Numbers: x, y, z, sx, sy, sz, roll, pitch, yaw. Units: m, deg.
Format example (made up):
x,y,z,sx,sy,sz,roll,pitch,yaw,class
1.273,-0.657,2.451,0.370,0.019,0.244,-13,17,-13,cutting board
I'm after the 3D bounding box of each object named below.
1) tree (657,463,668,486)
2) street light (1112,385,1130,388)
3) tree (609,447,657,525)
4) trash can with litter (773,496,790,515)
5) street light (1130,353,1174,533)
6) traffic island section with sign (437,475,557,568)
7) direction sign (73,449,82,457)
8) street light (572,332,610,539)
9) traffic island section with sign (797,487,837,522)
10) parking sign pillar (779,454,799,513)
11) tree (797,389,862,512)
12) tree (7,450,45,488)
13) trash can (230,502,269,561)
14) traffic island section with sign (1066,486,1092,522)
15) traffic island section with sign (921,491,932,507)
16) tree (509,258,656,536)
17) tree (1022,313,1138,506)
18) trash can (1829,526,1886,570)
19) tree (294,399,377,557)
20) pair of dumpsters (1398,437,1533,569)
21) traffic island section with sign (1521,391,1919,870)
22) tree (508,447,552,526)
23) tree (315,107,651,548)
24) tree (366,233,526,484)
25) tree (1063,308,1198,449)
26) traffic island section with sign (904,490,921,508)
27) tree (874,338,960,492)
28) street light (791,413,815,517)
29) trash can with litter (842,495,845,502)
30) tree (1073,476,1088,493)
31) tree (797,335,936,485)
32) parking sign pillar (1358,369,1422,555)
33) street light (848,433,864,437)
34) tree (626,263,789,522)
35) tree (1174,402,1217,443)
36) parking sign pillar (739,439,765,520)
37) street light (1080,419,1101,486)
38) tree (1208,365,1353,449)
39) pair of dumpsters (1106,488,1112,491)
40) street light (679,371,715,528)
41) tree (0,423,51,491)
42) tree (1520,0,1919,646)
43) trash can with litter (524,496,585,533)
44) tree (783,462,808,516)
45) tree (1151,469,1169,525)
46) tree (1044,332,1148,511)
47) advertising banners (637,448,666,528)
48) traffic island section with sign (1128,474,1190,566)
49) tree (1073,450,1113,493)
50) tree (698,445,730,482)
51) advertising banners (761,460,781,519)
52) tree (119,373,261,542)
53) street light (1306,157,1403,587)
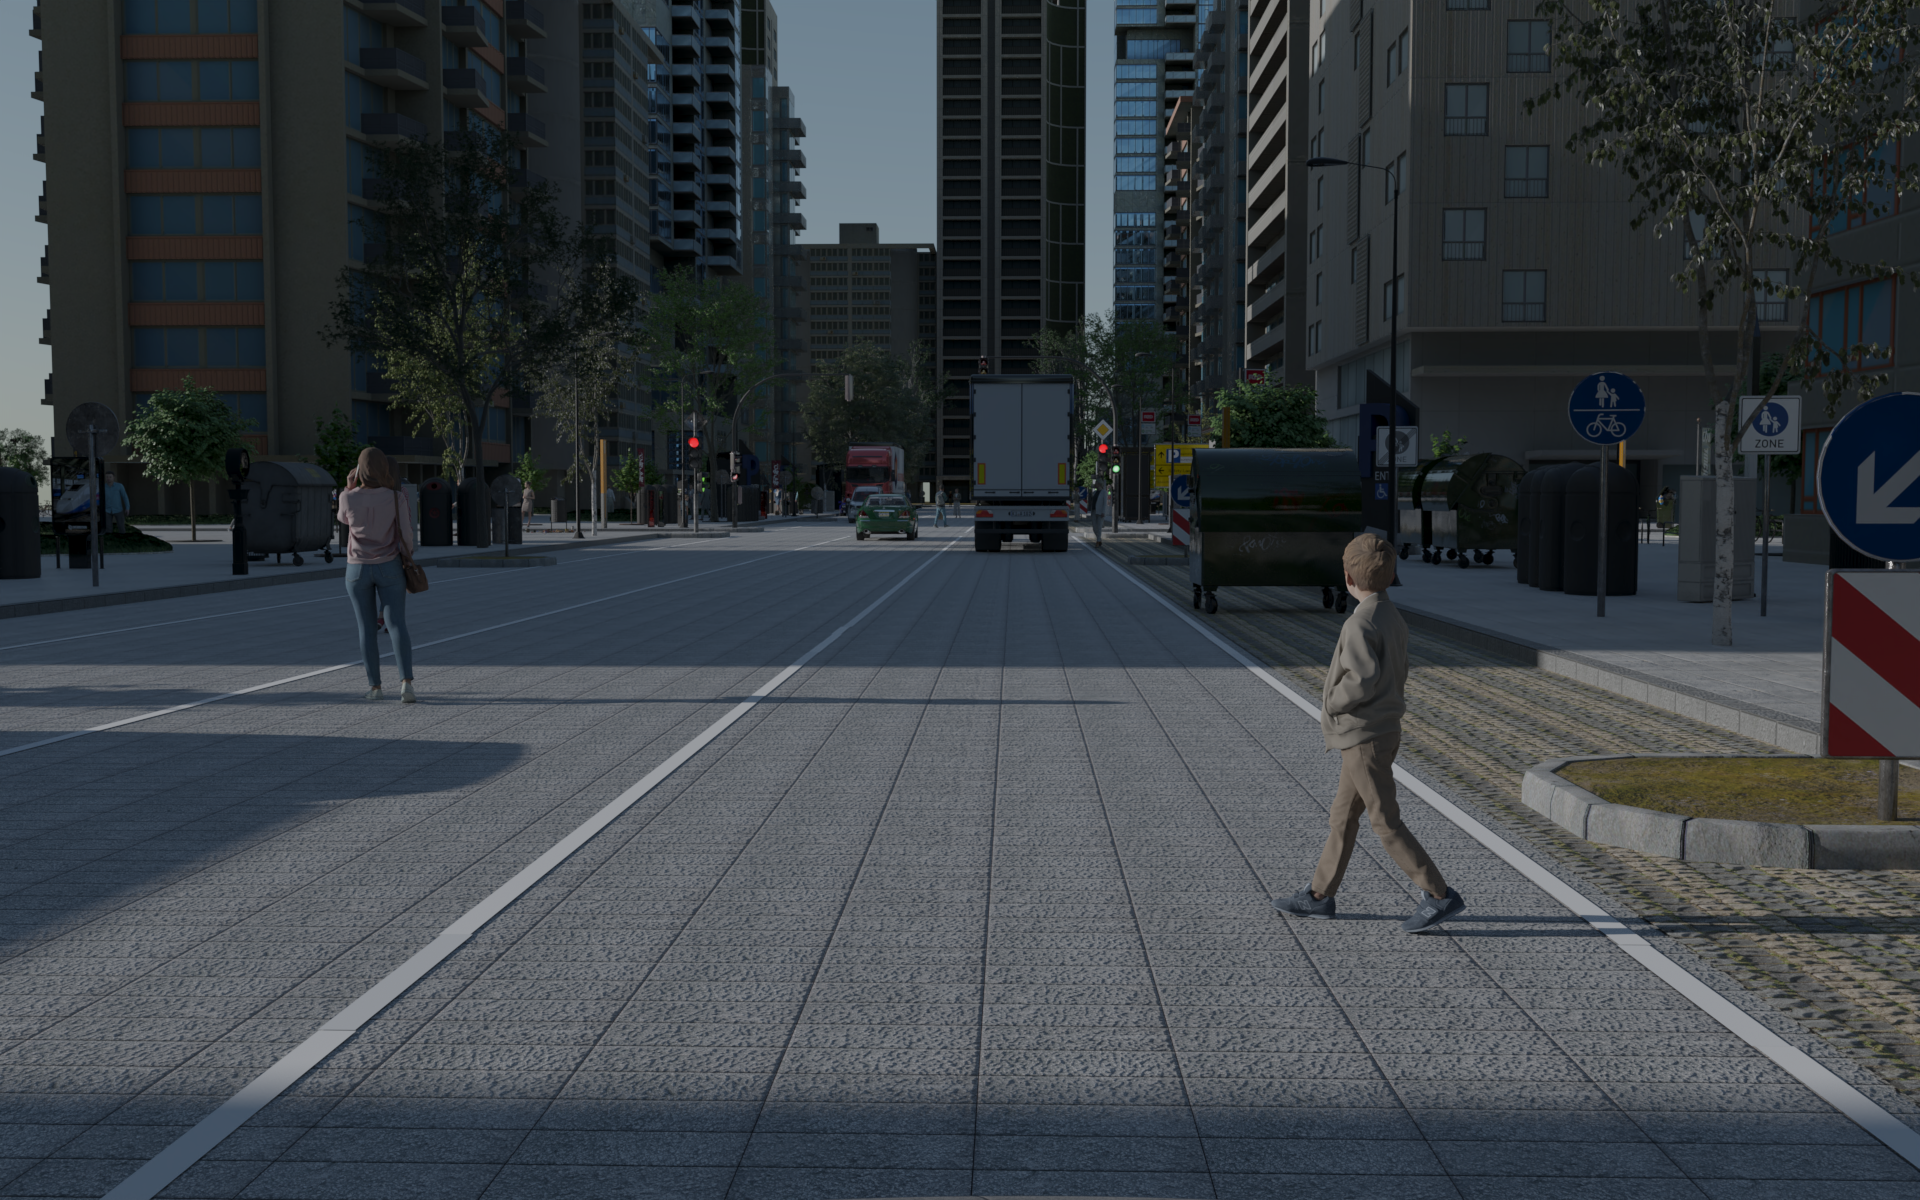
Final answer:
x,y,z,sx,sy,sz,roll,pitch,yaw,class
-15.284,-5.552,85.369,1.663,3.219,1.824,0,3,0,tree
7.137,-6.188,73.710,1.470,5.913,1.316,0,4,2,street light
-13.680,-4.725,71.862,1.663,3.219,1.824,0,3,0,tree
-10.818,-5.741,105.250,1.055,1.170,0.624,-1,4,-14,trash can with litter
6.465,-5.170,57.062,1.470,5.913,1.316,0,4,2,street light
-9.189,-1.593,34.672,1.989,1.847,2.006,0,4,2,traffic island section with sign
-34.311,-4.613,67.411,0.379,3.537,0.876,-1,4,-9,direction sign
-10.454,-4.722,49.744,1.470,5.913,1.316,0,4,2,street light
-7.446,-5.010,90.536,1.989,1.847,2.006,0,4,2,traffic island section with sign
-11.672,-7.888,117.435,1.447,3.967,1.447,2,4,34,parking sign pillar
-9.321,-10.530,122.525,4.360,8.622,3.978,0,3,0,tree
-41.556,-4.997,76.309,1.663,3.219,1.824,0,3,0,tree
-13.553,-1.313,33.126,0.748,1.137,0.748,0,3,0,trash can
6.167,-4.975,89.969,1.989,1.847,2.006,0,4,2,traffic island section with sign
-4.171,-11.356,194.295,1.989,1.847,2.006,0,4,2,traffic island section with sign
-11.496,-6.283,53.081,4.360,8.622,3.978,0,3,0,tree
13.229,-19.761,178.974,12.611,20.169,13.585,0,3,0,tree
8.952,-0.338,17.173,0.748,1.137,0.748,0,3,0,trash can
-12.810,-2.494,35.381,1.663,3.219,1.824,0,3,0,tree
9.111,-1.782,31.629,1.574,2.255,4.437,0,4,2,pair of dumpsters
3.575,0.069,7.496,1.989,1.847,2.006,0,4,2,traffic island section with sign
-17.579,-4.657,70.738,1.663,3.219,1.824,0,3,0,tree
-11.314,-6.534,41.239,8.767,10.594,7.601,0,4,3,tree
-14.052,-5.958,47.783,4.737,8.622,4.395,0,3,0,tree
9.598,-10.441,96.470,9.928,11.665,9.643,0,3,0,tree
-5.023,-9.708,167.353,1.989,1.847,2.006,0,4,2,traffic island section with sign
-5.288,-21.561,208.415,12.611,20.169,13.585,0,3,0,tree
-8.934,-7.720,98.765,1.470,5.913,1.316,0,4,2,street light
-8.865,-7.688,137.090,1.055,1.170,0.624,3,4,37,trash can with litter
10.724,-9.835,155.407,1.663,3.219,1.824,0,3,0,tree
-8.433,-14.314,140.687,9.857,13.997,8.962,0,3,0,tree
9.126,-2.964,36.936,1.447,3.967,1.447,-3,4,-39,parking sign pillar
-7.989,-9.751,131.978,1.470,5.913,1.316,0,4,2,street light
-11.284,-9.345,78.539,9.928,11.665,9.643,0,3,0,tree
18.945,-11.449,137.554,4.737,8.622,4.395,0,3,0,tree
-10.394,-5.943,85.641,1.447,3.967,1.447,2,4,27,parking sign pillar
8.114,-8.208,106.742,1.470,5.913,1.316,0,4,2,street light
7.797,-3.693,44.098,4.285,4.588,4.351,0,3,0,tree
10.710,-7.162,119.598,1.574,2.255,4.437,0,4,2,pair of dumpsters
-9.922,-5.683,65.453,1.470,5.913,1.316,0,4,2,street light
-64.233,-10.245,130.404,11.467,7.101,20.602,0,4,2,tree
6.418,-3.906,14.224,4.360,8.622,3.978,0,3,0,tree
-13.702,-2.846,57.582,2.233,1.210,1.678,0,4,1,trash can with litter
-10.169,-6.648,103.290,1.663,3.219,1.824,0,3,0,tree
8.939,-4.766,72.526,1.663,3.219,1.824,0,3,0,tree
9.755,-13.463,130.483,12.009,13.543,11.850,0,3,0,tree
-11.862,-4.303,66.539,0.090,3.025,2.074,1,4,20,advertising banners
4.457,-1.639,35.418,1.989,1.847,2.006,0,4,2,traffic island section with sign
9.110,-7.806,111.339,4.285,4.588,4.351,0,3,0,tree
-16.149,-8.116,116.402,4.285,4.588,4.351,0,3,0,tree
-10.180,-5.680,89.049,2.074,3.025,0.090,1,4,10,advertising banners
-20.749,-3.848,46.627,4.285,4.588,4.351,0,3,0,tree
5.467,-3.149,24.031,1.470,5.913,1.316,0,4,2,street light
